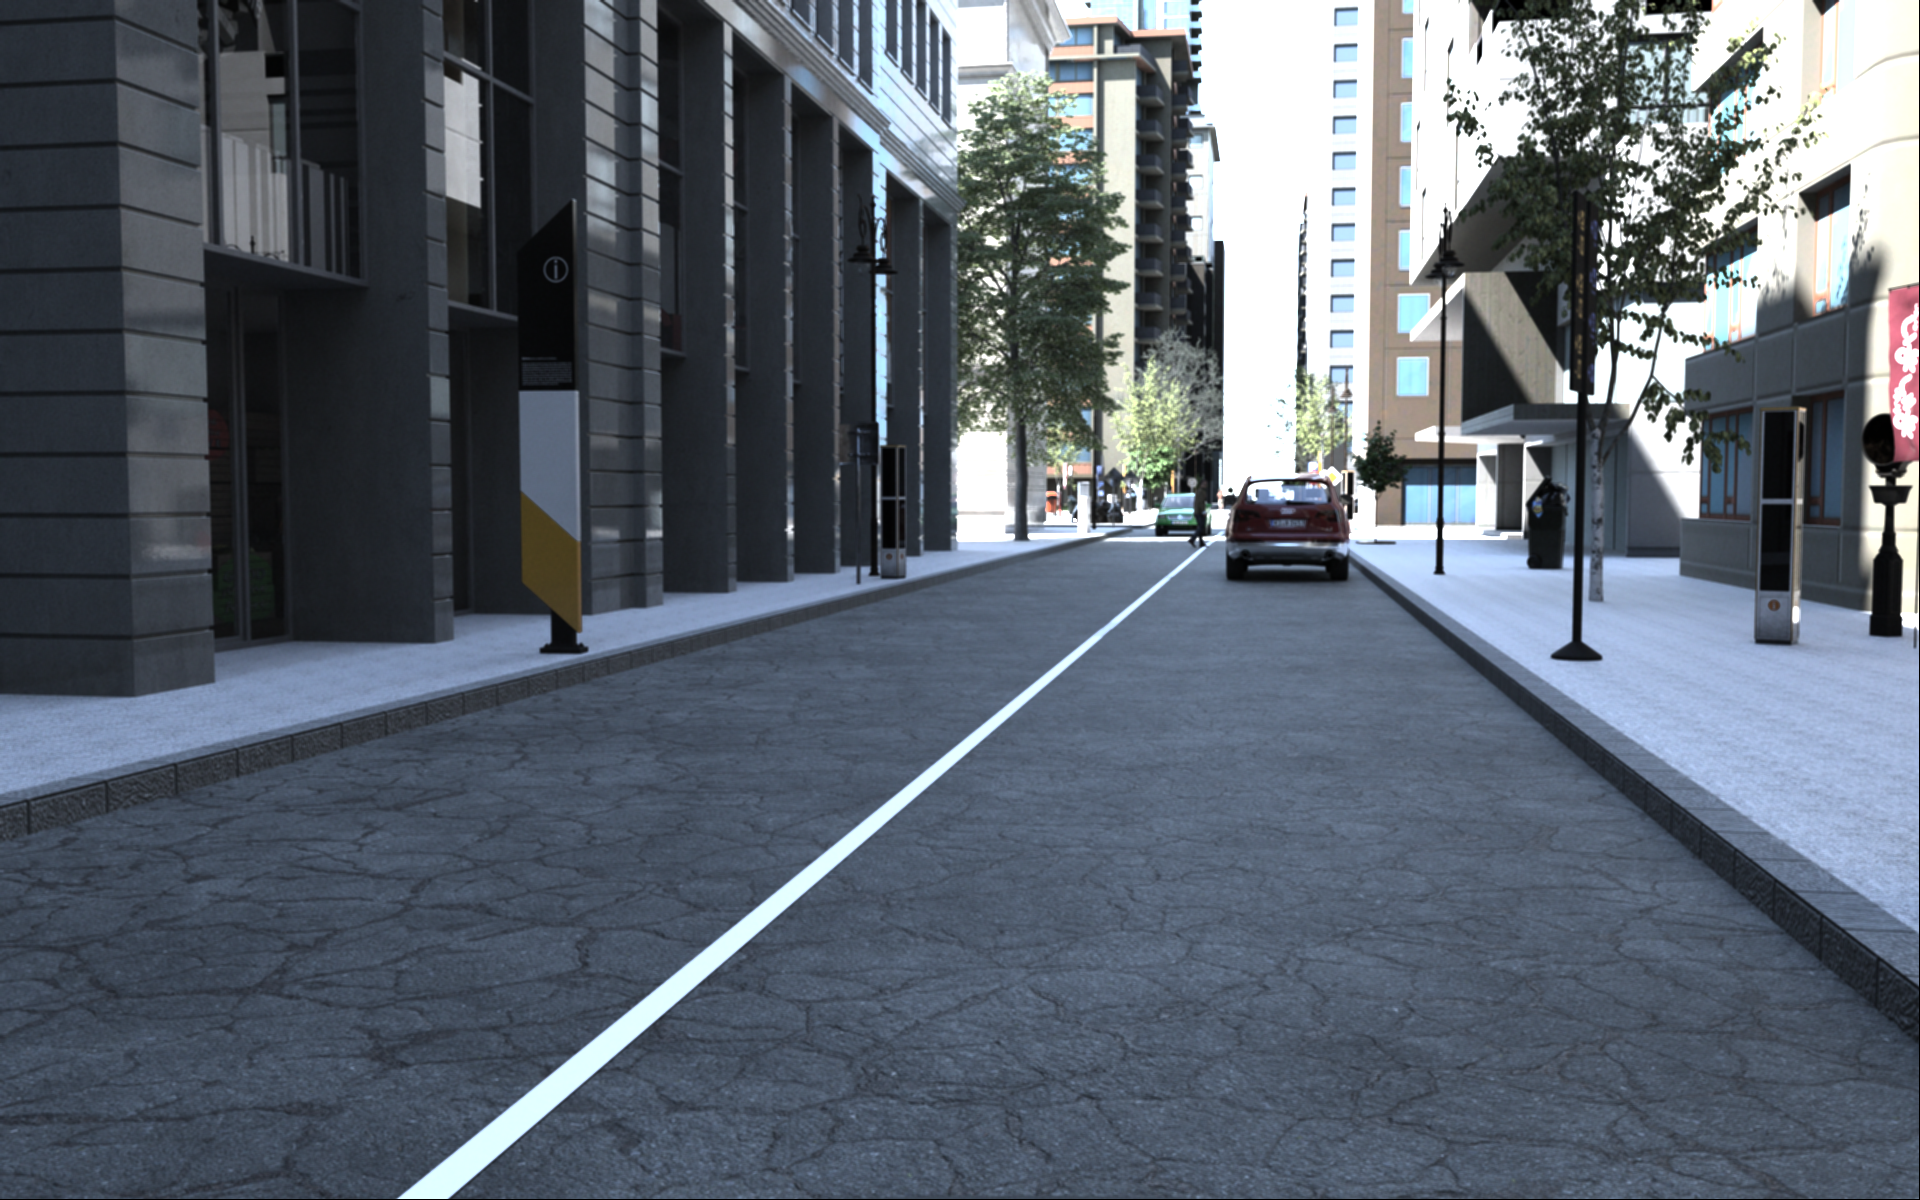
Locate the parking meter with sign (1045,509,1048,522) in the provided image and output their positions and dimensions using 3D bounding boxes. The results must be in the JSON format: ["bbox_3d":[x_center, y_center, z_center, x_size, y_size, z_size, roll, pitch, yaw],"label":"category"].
[{"bbox_3d":[3.594,-5.108,79.780,0.543,3.016,1.738,1,4,20],"label":"parking meter with sign"}]

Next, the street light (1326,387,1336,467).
[{"bbox_3d":[16.000,-6.221,74.499,0.468,5.910,1.993,1,4,10],"label":"street light"}]

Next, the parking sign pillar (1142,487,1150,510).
[{"bbox_3d":[14.180,-9.016,135.878,1.447,3.967,1.447,3,5,42],"label":"parking sign pillar"}]

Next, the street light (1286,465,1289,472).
[{"bbox_3d":[42.002,-15.128,220.134,0.468,5.910,1.993,1,4,10],"label":"street light"}]

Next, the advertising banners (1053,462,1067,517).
[{"bbox_3d":[5.592,-6.158,96.864,0.090,3.025,2.074,-1,4,-18],"label":"advertising banners"}]

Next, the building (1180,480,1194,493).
[{"bbox_3d":[10.028,-30.480,190.230,32.217,40.220,23.993,1,4,10],"label":"building"}]

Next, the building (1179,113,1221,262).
[{"bbox_3d":[22.058,-40.156,245.787,28.713,52.752,27.495,1,4,10],"label":"building"}]

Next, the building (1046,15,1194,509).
[{"bbox_3d":[10.471,-31.099,163.099,22.147,44.769,28.867,1,4,10],"label":"building"}]

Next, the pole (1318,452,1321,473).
[{"bbox_3d":[17.379,-5.490,83.605,0.158,3.312,0.155,0,3,0],"label":"pole"}]

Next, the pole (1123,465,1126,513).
[{"bbox_3d":[11.406,-7.713,119.956,0.158,3.312,0.155,0,3,0],"label":"pole"}]

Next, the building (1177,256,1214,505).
[{"bbox_3d":[23.206,-26.723,208.627,14.160,30.474,14.107,1,4,10],"label":"building"}]

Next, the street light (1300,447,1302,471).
[{"bbox_3d":[29.411,-10.816,149.628,0.468,5.910,1.993,1,4,10],"label":"street light"}]

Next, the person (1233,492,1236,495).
[{"bbox_3d":[38.258,-14.221,241.684,0.551,1.740,0.621,2,4,31],"label":"person"}]

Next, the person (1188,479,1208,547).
[{"bbox_3d":[6.471,-2.340,46.675,0.836,1.842,0.656,-3,5,-41],"label":"person"}]

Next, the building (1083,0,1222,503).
[{"bbox_3d":[30.450,-58.742,273.096,22.319,86.520,31.000,1,4,10],"label":"building"}]

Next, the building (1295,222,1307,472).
[{"bbox_3d":[67.086,-40.698,289.111,21.300,48.544,21.600,1,4,10],"label":"building"}]

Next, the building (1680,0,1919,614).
[{"bbox_3d":[22.454,-10.095,10.099,27.650,21.520,28.899,1,4,10],"label":"building"}]

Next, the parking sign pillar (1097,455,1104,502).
[{"bbox_3d":[9.669,-7.980,118.937,1.447,3.967,1.447,0,4,2],"label":"parking sign pillar"}]

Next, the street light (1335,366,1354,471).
[{"bbox_3d":[13.993,-5.507,62.823,0.468,5.910,1.993,1,4,10],"label":"street light"}]

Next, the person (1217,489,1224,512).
[{"bbox_3d":[21.483,-8.188,142.342,0.573,1.828,0.580,3,5,44],"label":"person"}]

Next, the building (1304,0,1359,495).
[{"bbox_3d":[42.687,-37.756,159.307,21.231,58.520,28.212,1,4,10],"label":"building"}]

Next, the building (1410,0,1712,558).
[{"bbox_3d":[26.830,-27.879,45.064,28.713,52.752,27.495,1,4,10],"label":"building"}]

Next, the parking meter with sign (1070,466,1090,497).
[{"bbox_3d":[7.756,-6.850,108.252,1.738,3.016,0.543,0,4,-7],"label":"parking meter with sign"}]

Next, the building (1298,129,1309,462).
[{"bbox_3d":[48.792,-32.614,187.864,22.147,44.769,28.867,1,4,10],"label":"building"}]

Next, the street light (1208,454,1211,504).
[{"bbox_3d":[26.512,-12.919,184.016,0.468,5.910,1.993,1,4,10],"label":"street light"}]

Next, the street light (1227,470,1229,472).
[{"bbox_3d":[41.184,-17.944,266.176,0.468,5.910,1.993,1,4,10],"label":"street light"}]

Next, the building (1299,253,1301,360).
[{"bbox_3d":[59.064,-36.017,243.494,22.147,44.769,28.867,1,4,10],"label":"building"}]

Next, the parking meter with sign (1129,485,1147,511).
[{"bbox_3d":[13.702,-8.406,133.693,0.543,3.016,1.738,-3,5,-45],"label":"parking meter with sign"}]

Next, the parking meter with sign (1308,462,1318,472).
[{"bbox_3d":[19.493,-6.094,95.896,0.543,3.016,1.738,1,4,9],"label":"parking meter with sign"}]

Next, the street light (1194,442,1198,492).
[{"bbox_3d":[20.216,-10.755,148.631,0.468,5.910,1.993,1,4,10],"label":"street light"}]

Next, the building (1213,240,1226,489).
[{"bbox_3d":[38.129,-39.498,295.903,14.600,45.320,14.200,1,4,10],"label":"building"}]

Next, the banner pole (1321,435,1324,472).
[{"bbox_3d":[15.203,-5.057,72.694,0.401,3.779,0.863,1,4,8],"label":"banner pole"}]

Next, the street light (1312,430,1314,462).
[{"bbox_3d":[22.330,-8.373,109.679,0.468,5.910,1.993,1,4,10],"label":"street light"}]

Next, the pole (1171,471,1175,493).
[{"bbox_3d":[16.393,-8.544,133.541,0.158,3.312,0.155,0,3,0],"label":"pole"}]

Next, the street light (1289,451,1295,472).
[{"bbox_3d":[35.630,-12.961,184.706,0.468,5.910,1.993,1,4,10],"label":"street light"}]

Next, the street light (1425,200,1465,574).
[{"bbox_3d":[7.678,-3.350,27.564,0.468,5.910,1.993,1,4,10],"label":"street light"}]

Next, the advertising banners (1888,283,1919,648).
[{"bbox_3d":[7.994,-1.078,13.814,0.090,3.025,2.074,0,4,-4],"label":"advertising banners"}]

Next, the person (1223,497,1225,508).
[{"bbox_3d":[27.496,-10.353,181.001,0.697,1.427,0.421,2,4,33],"label":"person"}]

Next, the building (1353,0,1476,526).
[{"bbox_3d":[24.558,-25.922,73.940,14.200,45.320,14.600,1,4,10],"label":"building"}]

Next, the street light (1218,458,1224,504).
[{"bbox_3d":[34.830,-15.752,230.338,0.468,5.910,1.993,1,4,10],"label":"street light"}]

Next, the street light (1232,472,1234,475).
[{"bbox_3d":[47.488,-20.089,301.238,0.468,5.910,1.993,1,4,10],"label":"street light"}]

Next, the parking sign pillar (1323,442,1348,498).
[{"bbox_3d":[19.413,-6.201,89.860,1.447,3.967,1.447,3,4,37],"label":"parking sign pillar"}]

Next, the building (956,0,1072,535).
[{"bbox_3d":[-7.321,-13.710,60.319,21.152,22.565,11.583,1,4,10],"label":"building"}]

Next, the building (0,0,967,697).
[{"bbox_3d":[-7.929,-15.165,25.435,11.434,29.767,29.804,1,4,10],"label":"building"}]
